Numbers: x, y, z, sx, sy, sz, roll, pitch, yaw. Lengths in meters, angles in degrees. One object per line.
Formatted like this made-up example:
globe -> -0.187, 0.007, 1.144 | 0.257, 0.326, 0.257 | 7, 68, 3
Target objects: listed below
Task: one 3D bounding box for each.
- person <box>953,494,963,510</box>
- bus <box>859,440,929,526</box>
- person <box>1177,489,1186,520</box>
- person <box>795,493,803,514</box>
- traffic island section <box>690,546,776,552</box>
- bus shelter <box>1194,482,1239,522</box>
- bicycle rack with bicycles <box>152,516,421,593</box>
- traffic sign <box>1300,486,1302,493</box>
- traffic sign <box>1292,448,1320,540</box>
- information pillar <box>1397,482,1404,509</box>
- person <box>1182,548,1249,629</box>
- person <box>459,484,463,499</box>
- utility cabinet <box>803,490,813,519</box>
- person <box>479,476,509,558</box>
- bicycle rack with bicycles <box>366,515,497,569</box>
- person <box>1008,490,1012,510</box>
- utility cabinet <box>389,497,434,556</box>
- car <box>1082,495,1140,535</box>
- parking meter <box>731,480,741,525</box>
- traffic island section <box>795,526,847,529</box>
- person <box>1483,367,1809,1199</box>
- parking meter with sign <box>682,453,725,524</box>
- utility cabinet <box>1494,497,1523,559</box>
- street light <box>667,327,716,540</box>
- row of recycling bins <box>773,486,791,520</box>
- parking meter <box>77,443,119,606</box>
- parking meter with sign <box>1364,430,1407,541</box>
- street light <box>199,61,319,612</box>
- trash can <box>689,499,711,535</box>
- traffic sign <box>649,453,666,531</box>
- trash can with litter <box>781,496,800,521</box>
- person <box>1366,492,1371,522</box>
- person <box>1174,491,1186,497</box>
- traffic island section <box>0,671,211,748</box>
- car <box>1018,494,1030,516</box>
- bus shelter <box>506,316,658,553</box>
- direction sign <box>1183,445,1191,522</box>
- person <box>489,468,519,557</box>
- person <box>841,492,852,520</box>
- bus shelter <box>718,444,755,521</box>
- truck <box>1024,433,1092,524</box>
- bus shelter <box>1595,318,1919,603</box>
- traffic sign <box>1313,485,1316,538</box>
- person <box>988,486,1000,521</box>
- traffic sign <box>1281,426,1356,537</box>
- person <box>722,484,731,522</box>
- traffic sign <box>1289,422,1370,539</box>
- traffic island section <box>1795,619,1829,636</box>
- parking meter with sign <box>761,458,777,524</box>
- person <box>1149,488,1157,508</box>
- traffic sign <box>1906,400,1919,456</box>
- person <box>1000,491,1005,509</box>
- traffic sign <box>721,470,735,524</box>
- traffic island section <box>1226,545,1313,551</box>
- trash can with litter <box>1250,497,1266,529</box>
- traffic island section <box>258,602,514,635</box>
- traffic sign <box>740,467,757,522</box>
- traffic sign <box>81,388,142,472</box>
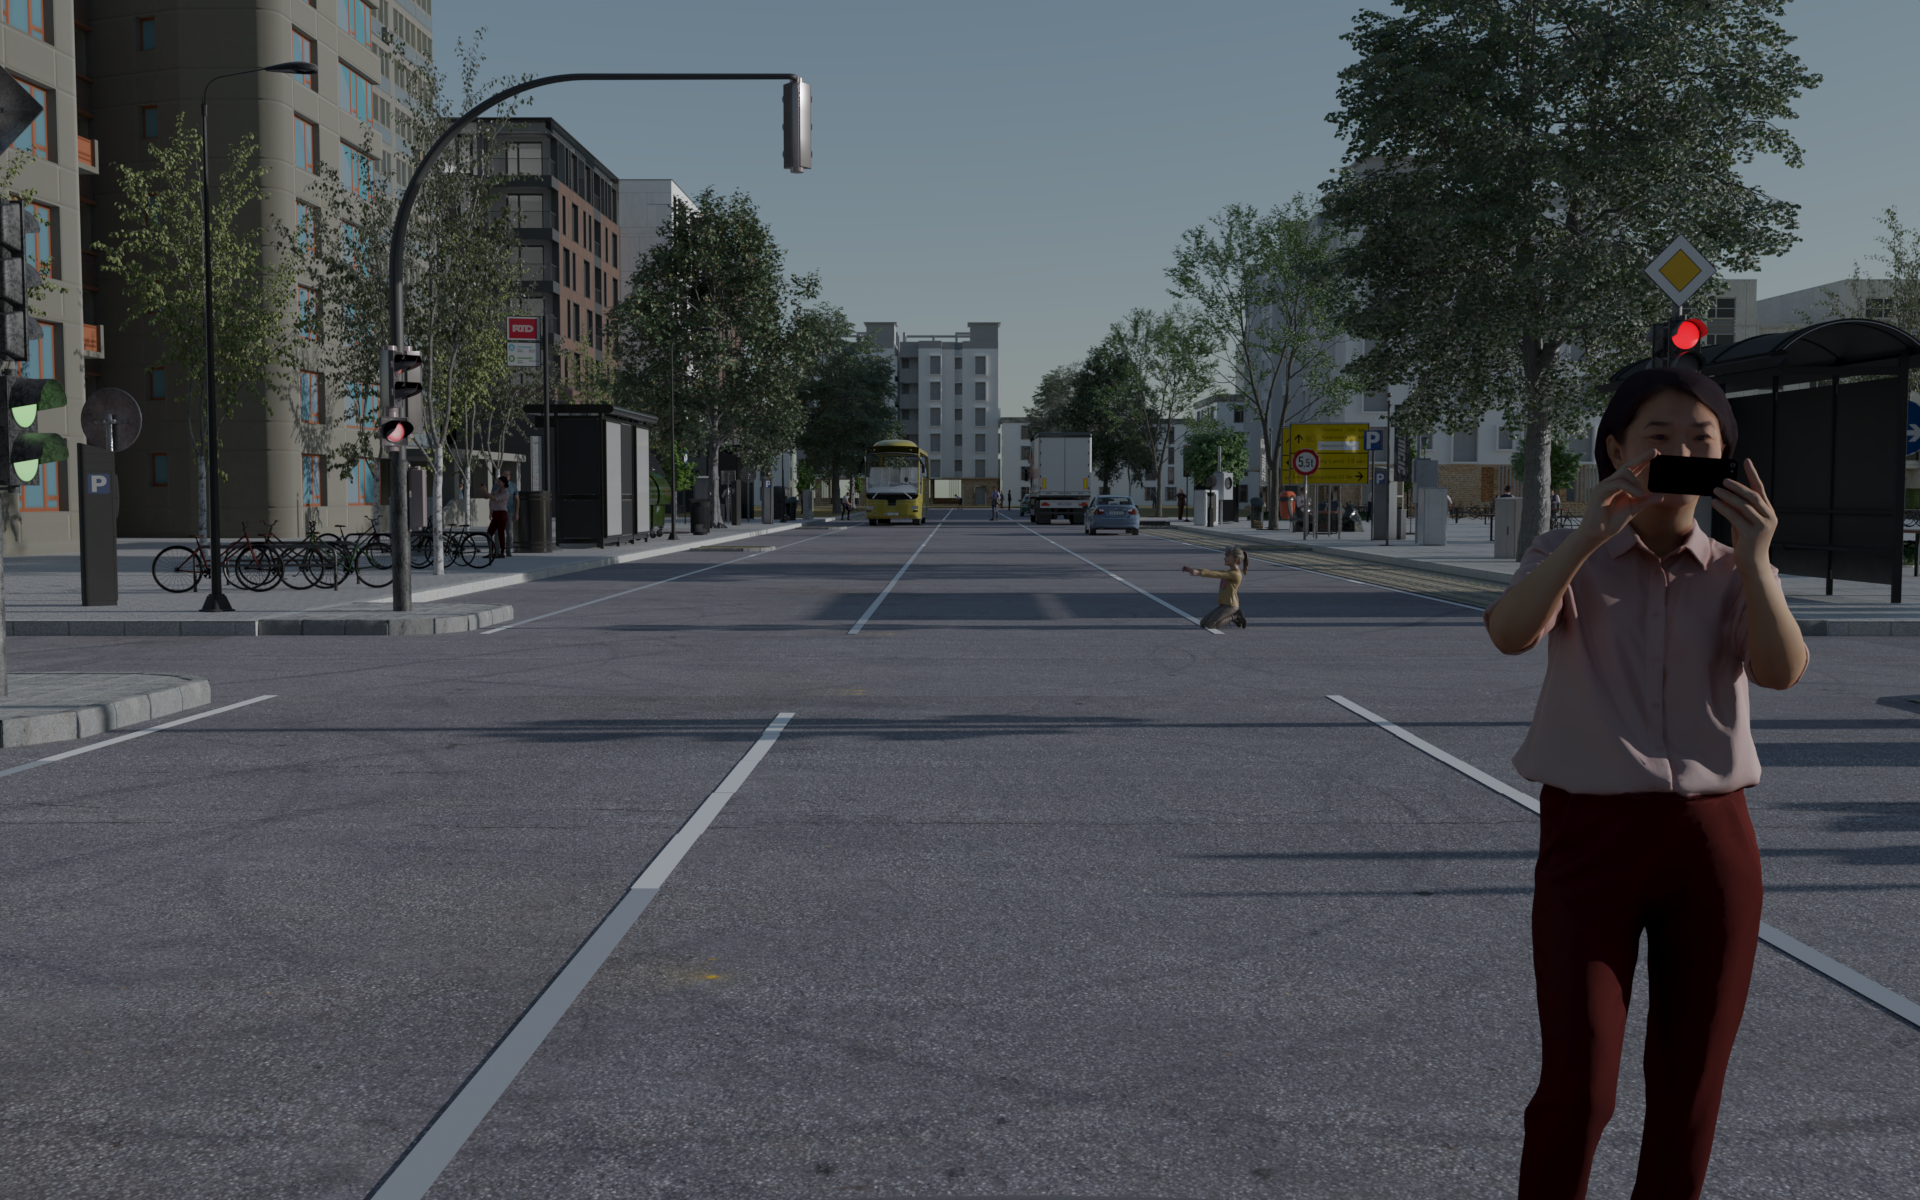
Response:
person -> -0.159, -8.779, 155.223 | 0.799, 1.438, 0.628 | -2, 4, -26
bus -> -2.912, -5.533, 82.015 | 2.896, 3.916, 12.252 | 0, 4, 1
person -> 10.972, -4.732, 85.674 | 0.482, 1.546, 0.388 | -1, 4, -12
person -> -9.954, -6.373, 110.254 | 1.348, 1.823, 0.705 | 1, 4, 15
traffic island section -> -5.742, -1.300, 44.128 | 1.991, 0.108, 1.994 | 0, 4, 0
bus shelter -> 11.931, -5.532, 81.732 | 1.731, 3.624, 6.357 | 0, 4, 0
bicycle rack with bicycles -> -9.111, -0.622, 23.546 | 2.925, 0.926, 2.852 | -1, 4, -9
traffic sign -> 13.168, -4.085, 66.895 | 0.768, 2.556, 0.104 | 0, 4, 2
traffic sign -> 9.638, -2.951, 48.357 | 0.768, 2.556, 0.104 | 0, 4, 2
information pillar -> 12.810, -2.837, 50.881 | 0.304, 2.012, 0.304 | -2, 4, -28
person -> 2.735, -0.124, 18.449 | 0.695, 0.859, 0.347 | -1, 4, -9
person -> -26.312, -5.207, 91.311 | 0.434, 1.807, 0.598 | 0, 4, -6
utility cabinet -> -7.678, -4.833, 87.693 | 0.318, 1.500, 1.173 | 0, 4, 7
person -> -9.272, -1.652, 34.512 | 0.566, 1.644, 0.517 | 0, 4, -6
bicycle rack with bicycles -> -9.343, -1.025, 30.134 | 2.925, 0.926, 2.852 | 1, 4, 15
person -> 4.396, -8.816, 152.668 | 0.705, 1.821, 1.348 | 0, 4, -4
utility cabinet -> -11.269, -1.512, 35.875 | 1.020, 1.237, 0.306 | 0, 4, 6
car -> 5.379, -3.028, 61.506 | 2.014, 1.417, 4.499 | 0, 4, 1
parking meter -> -9.166, -3.985, 70.872 | 0.255, 1.863, 0.399 | -3, 5, -40
traffic island section -> -5.673, -2.948, 71.071 | 1.991, 0.108, 1.994 | 0, 4, 0
person -> 1.117, 0.438, 2.797 | 0.566, 1.644, 0.517 | -3, 4, -39
parking meter with sign -> -10.902, -4.736, 73.702 | 1.738, 3.016, 0.543 | 0, 4, 8
utility cabinet -> 11.013, -1.436, 34.640 | 0.306, 1.237, 1.020 | 0, 4, -5
street light -> -7.484, -4.634, 48.314 | 1.470, 5.913, 1.316 | 0, 4, 0
row of recycling bins -> -9.207, -5.001, 88.875 | 1.069, 1.692, 3.534 | 0, 3, 0
parking meter -> -9.886, -0.868, 19.896 | 0.399, 1.863, 0.255 | -2, 4, -34
parking meter with sign -> 11.821, -3.165, 48.004 | 0.543, 3.016, 1.738 | 3, 5, 40
street light -> -7.587, -2.827, 18.759 | 1.470, 5.913, 1.316 | 0, 4, 0
trash can -> -8.114, -2.593, 54.056 | 0.748, 1.137, 0.748 | 0, 3, 0
traffic sign -> -9.771, -3.364, 55.004 | 0.884, 2.594, 0.081 | 0, 4, 1
trash can with litter -> -8.178, -4.398, 83.301 | 0.624, 1.170, 1.055 | 1, 4, 21
person -> 18.733, -4.296, 78.494 | 0.590, 1.554, 0.614 | 3, 4, 36
person -> 18.521, -8.474, 145.330 | 1.217, 1.736, 0.721 | 1, 4, 16
traffic island section -> -6.154, 0.689, 11.014 | 2.009, 0.180, 2.903 | 0, 4, 0
car -> 4.803, -6.135, 112.101 | 2.131, 1.459, 4.920 | 0, 4, 2
bus shelter -> -9.115, -3.920, 41.730 | 2.179, 5.291, 8.768 | 0, 3, 0
direction sign -> 10.449, -5.362, 79.661 | 0.379, 3.537, 0.876 | 2, 4, 31
person -> -9.355, -1.794, 35.506 | 0.598, 1.807, 0.434 | 0, 4, -5
person -> -6.158, -5.095, 94.020 | 0.590, 1.554, 0.614 | 0, 4, 6
bus shelter -> -10.835, -5.652, 83.700 | 1.731, 3.624, 6.357 | 0, 4, 0
truck -> 4.767, -5.868, 84.861 | 2.839, 4.237, 11.283 | 0, 4, 0
bus shelter -> 10.308, -1.761, 22.715 | 2.014, 3.302, 5.546 | 0, 4, 0
traffic sign -> 10.323, -3.085, 50.445 | 0.884, 2.594, 0.081 | 0, 4, 2
person -> 1.775, -5.144, 92.469 | 0.709, 1.838, 0.599 | 3, 5, 40
traffic sign -> 10.792, -3.561, 52.098 | 2.265, 3.308, 0.079 | 0, 4, 7
person -> -10.552, -4.492, 79.627 | 0.875, 1.805, 0.789 | -1, 4, -14
traffic sign -> 10.506, -3.394, 49.359 | 2.265, 3.308, 0.079 | 0, 4, 3
traffic island section -> 7.787, 0.203, 18.959 | 2.009, 0.180, 2.903 | 0, 4, 0
parking meter with sign -> -8.185, -4.740, 73.754 | 0.543, 3.016, 1.738 | -1, 4, -15
person -> 17.853, -9.342, 158.874 | 1.350, 1.814, 0.705 | -2, 4, -29
traffic sign -> 12.695, -1.428, 23.454 | 0.768, 2.556, 0.104 | 0, 4, 7
person -> 4.163, -9.853, 170.151 | 0.434, 1.755, 0.990 | 0, 4, -6
traffic sign -> -10.008, -4.444, 74.788 | 0.606, 2.300, 0.079 | 0, 4, 1
traffic island section -> 7.852, -1.315, 44.362 | 1.991, 0.108, 1.994 | 0, 4, 0
trash can with litter -> 11.109, -3.238, 64.333 | 0.624, 1.170, 1.055 | 0, 4, 2
traffic island section -> -6.134, 0.201, 18.999 | 2.009, 0.180, 2.903 | 0, 4, 0
traffic sign -> -9.637, -4.816, 78.845 | 0.768, 2.556, 0.104 | 0, 4, 3
traffic sign -> -10.193, -1.266, 20.803 | 0.768, 2.556, 0.104 | 0, 4, 5
